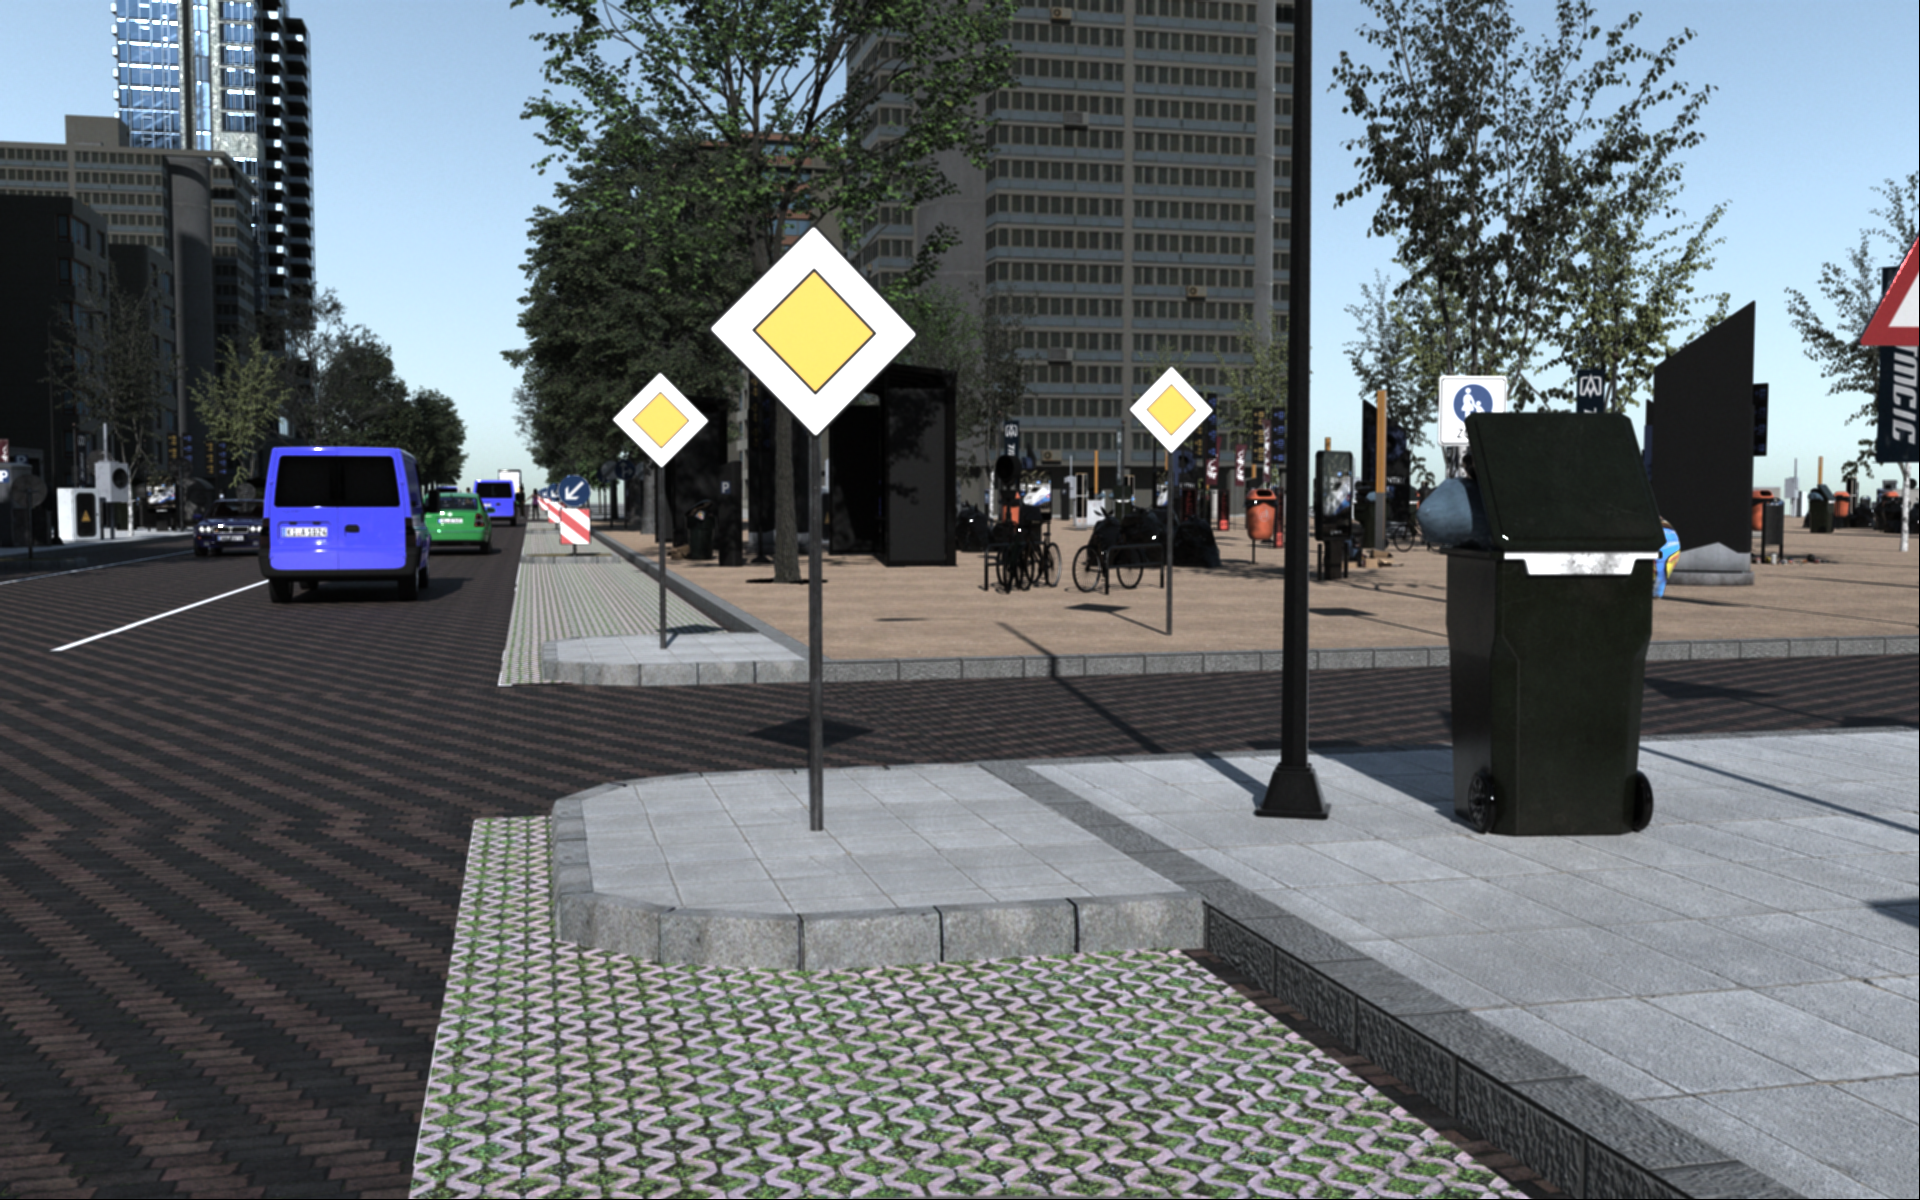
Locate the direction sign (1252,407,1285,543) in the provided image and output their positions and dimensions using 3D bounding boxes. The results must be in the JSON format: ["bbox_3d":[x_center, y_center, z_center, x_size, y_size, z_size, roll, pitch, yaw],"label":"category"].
[{"bbox_3d":[8.045,-3.254,45.208,0.876,3.537,0.379,-1,4,-9],"label":"direction sign"}]

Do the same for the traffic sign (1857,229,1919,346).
[{"bbox_3d":[3.651,-0.386,6.320,0.884,2.594,0.081,0,4,-7],"label":"traffic sign"}]

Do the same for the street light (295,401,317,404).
[{"bbox_3d":[-32.716,-6.955,86.255,1.470,5.913,1.316,-1,4,-14],"label":"street light"}]

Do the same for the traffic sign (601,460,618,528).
[{"bbox_3d":[-13.087,-3.969,65.000,0.768,2.556,0.104,-1,4,-12],"label":"traffic sign"}]

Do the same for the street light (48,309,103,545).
[{"bbox_3d":[-22.187,-4.339,43.487,1.470,5.913,1.316,-1,4,-14],"label":"street light"}]

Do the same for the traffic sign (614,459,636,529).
[{"bbox_3d":[-12.267,-3.877,63.495,0.768,2.556,0.104,0,4,-6],"label":"traffic sign"}]

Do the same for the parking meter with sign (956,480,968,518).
[{"bbox_3d":[-0.293,-5.863,92.123,0.543,3.016,1.738,3,5,43],"label":"parking meter with sign"}]

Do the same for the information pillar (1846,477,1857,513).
[{"bbox_3d":[39.036,-4.366,75.873,0.304,2.012,0.304,-2,4,-24],"label":"information pillar"}]

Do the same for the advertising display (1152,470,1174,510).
[{"bbox_3d":[5.488,-2.542,46.771,0.123,1.923,0.974,3,4,37],"label":"advertising display"}]

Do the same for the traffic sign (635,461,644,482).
[{"bbox_3d":[-12.300,-4.118,67.437,0.768,2.556,0.104,-1,4,-10],"label":"traffic sign"}]

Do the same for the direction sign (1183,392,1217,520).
[{"bbox_3d":[5.459,-2.854,38.666,0.379,3.537,0.876,3,5,42],"label":"direction sign"}]

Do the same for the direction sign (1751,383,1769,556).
[{"bbox_3d":[16.267,-2.679,35.794,0.379,3.537,0.876,-2,4,-28],"label":"direction sign"}]

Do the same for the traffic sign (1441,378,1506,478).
[{"bbox_3d":[4.436,-0.792,15.082,0.606,2.300,0.079,0,4,-6],"label":"traffic sign"}]

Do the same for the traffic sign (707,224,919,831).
[{"bbox_3d":[-0.550,-0.178,6.550,0.795,2.450,0.064,-1,4,-14],"label":"traffic sign"}]

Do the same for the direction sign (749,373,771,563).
[{"bbox_3d":[-3.716,-2.458,32.191,0.379,3.537,0.876,1,4,18],"label":"direction sign"}]

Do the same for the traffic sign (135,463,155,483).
[{"bbox_3d":[-33.259,-4.321,70.747,0.768,2.556,0.104,-1,4,-12],"label":"traffic sign"}]

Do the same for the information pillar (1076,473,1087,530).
[{"bbox_3d":[4.300,-3.473,61.280,0.304,2.012,0.304,2,4,33],"label":"information pillar"}]

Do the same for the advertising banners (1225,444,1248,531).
[{"bbox_3d":[9.124,-3.909,60.098,2.074,3.025,0.090,-2,4,-27],"label":"advertising banners"}]

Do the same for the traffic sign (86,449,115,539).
[{"bbox_3d":[-24.422,-3.005,49.243,0.768,2.556,0.104,-1,4,-11],"label":"traffic sign"}]

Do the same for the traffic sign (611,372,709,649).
[{"bbox_3d":[-2.464,-0.652,14.303,0.795,2.450,0.064,-1,4,-14],"label":"traffic sign"}]

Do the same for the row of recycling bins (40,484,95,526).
[{"bbox_3d":[-35.745,-3.778,68.885,3.534,1.692,1.069,0,4,7],"label":"row of recycling bins"}]

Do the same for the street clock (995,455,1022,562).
[{"bbox_3d":[0.899,-1.684,32.110,0.471,2.002,0.358,3,5,44],"label":"street clock"}]

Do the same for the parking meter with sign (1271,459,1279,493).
[{"bbox_3d":[15.818,-5.559,87.146,0.543,3.016,1.738,1,4,18],"label":"parking meter with sign"}]

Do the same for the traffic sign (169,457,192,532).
[{"bbox_3d":[-26.476,-3.594,58.865,0.768,2.556,0.104,0,4,-5],"label":"traffic sign"}]

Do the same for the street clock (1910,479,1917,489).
[{"bbox_3d":[44.870,-4.724,81.811,0.471,2.002,0.358,0,3,0],"label":"street clock"}]

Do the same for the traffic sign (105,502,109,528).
[{"bbox_3d":[-32.385,-4.012,65.705,0.768,2.556,0.104,-1,4,-9],"label":"traffic sign"}]

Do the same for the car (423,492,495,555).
[{"bbox_3d":[-12.285,-2.030,41.992,1.959,1.807,4.718,-1,4,-14],"label":"car"}]

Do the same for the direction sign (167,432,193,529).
[{"bbox_3d":[-28.731,-4.396,63.864,0.876,3.537,0.379,-3,5,-42],"label":"direction sign"}]

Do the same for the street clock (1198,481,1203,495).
[{"bbox_3d":[13.224,-5.563,95.520,0.471,2.002,0.358,2,4,28],"label":"street clock"}]

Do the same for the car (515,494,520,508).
[{"bbox_3d":[-47.966,-10.803,185.426,1.959,1.807,4.718,-1,4,-13],"label":"car"}]

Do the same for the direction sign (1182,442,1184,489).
[{"bbox_3d":[7.368,-3.994,57.293,0.379,3.537,0.876,1,4,10],"label":"direction sign"}]

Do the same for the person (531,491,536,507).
[{"bbox_3d":[-45.694,-10.846,185.920,0.705,1.812,1.348,0,4,5],"label":"person"}]

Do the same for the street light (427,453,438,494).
[{"bbox_3d":[-60.380,-13.798,198.143,1.470,5.913,1.316,-1,4,-14],"label":"street light"}]

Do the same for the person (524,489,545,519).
[{"bbox_3d":[-24.020,-5.426,97.891,1.217,1.739,0.721,-2,4,-31],"label":"person"}]

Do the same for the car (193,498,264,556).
[{"bbox_3d":[-17.126,-1.754,41.253,1.945,1.354,3.894,-1,4,-16],"label":"car"}]

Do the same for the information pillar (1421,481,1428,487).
[{"bbox_3d":[26.522,-5.774,98.892,0.304,2.012,0.304,-1,4,-16],"label":"information pillar"}]

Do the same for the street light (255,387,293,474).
[{"bbox_3d":[-29.965,-6.286,75.313,1.470,5.913,1.316,-1,4,-14],"label":"street light"}]

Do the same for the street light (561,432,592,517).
[{"bbox_3d":[-21.638,-7.678,98.069,1.470,5.913,1.316,-1,4,-14],"label":"street light"}]

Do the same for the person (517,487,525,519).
[{"bbox_3d":[-25.561,-5.676,100.938,0.705,1.869,1.348,-2,4,-28],"label":"person"}]

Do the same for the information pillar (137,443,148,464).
[{"bbox_3d":[-36.765,-5.295,77.923,0.183,3.616,0.504,2,4,29],"label":"information pillar"}]

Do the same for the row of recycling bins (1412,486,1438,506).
[{"bbox_3d":[24.513,-5.241,92.796,3.534,1.692,1.069,-1,4,-20],"label":"row of recycling bins"}]

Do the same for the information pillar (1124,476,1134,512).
[{"bbox_3d":[6.699,-3.928,68.722,0.304,2.012,0.304,-3,4,-39],"label":"information pillar"}]

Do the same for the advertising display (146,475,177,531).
[{"bbox_3d":[-27.525,-3.333,59.716,0.974,1.923,0.123,-1,4,-10],"label":"advertising display"}]

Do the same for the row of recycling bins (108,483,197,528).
[{"bbox_3d":[-31.163,-3.680,67.284,3.534,1.692,1.069,-2,4,-25],"label":"row of recycling bins"}]

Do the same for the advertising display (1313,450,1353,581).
[{"bbox_3d":[5.609,-1.271,25.995,0.123,1.923,0.974,3,5,39],"label":"advertising display"}]

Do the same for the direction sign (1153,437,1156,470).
[{"bbox_3d":[7.419,-4.530,66.061,0.379,3.537,0.876,0,4,2],"label":"direction sign"}]

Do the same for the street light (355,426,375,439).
[{"bbox_3d":[-40.569,-8.900,118.063,1.470,5.913,1.316,-1,4,-14],"label":"street light"}]

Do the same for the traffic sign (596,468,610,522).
[{"bbox_3d":[-16.523,-4.925,80.624,0.768,2.556,0.104,-1,4,-11],"label":"traffic sign"}]

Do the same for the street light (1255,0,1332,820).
[{"bbox_3d":[0.819,-2.088,6.680,1.470,5.913,1.316,-1,4,-14],"label":"street light"}]

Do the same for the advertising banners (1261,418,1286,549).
[{"bbox_3d":[7.548,-2.733,40.874,0.090,3.025,2.074,2,4,35],"label":"advertising banners"}]

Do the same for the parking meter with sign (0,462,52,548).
[{"bbox_3d":[-22.756,-2.783,41.765,0.543,3.016,1.738,1,4,16],"label":"parking meter with sign"}]

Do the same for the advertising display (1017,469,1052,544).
[{"bbox_3d":[1.902,-2.386,44.231,0.974,1.923,0.123,-2,4,-28],"label":"advertising display"}]

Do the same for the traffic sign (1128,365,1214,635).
[{"bbox_3d":[1.896,-0.885,15.655,0.795,2.450,0.064,-1,4,-9],"label":"traffic sign"}]

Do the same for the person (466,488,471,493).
[{"bbox_3d":[-28.788,-5.674,101.367,0.705,1.812,1.348,2,4,28],"label":"person"}]

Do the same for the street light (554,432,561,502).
[{"bbox_3d":[-29.480,-9.623,129.880,1.470,5.913,1.316,-1,4,-14],"label":"street light"}]

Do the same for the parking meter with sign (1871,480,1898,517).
[{"bbox_3d":[50.887,-6.025,94.770,1.738,3.016,0.543,3,4,38],"label":"parking meter with sign"}]

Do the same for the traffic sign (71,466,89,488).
[{"bbox_3d":[-31.957,-3.720,62.953,0.606,2.300,0.079,0,4,-7],"label":"traffic sign"}]

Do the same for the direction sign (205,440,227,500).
[{"bbox_3d":[-31.373,-4.960,73.092,0.379,3.537,0.876,3,5,43],"label":"direction sign"}]
